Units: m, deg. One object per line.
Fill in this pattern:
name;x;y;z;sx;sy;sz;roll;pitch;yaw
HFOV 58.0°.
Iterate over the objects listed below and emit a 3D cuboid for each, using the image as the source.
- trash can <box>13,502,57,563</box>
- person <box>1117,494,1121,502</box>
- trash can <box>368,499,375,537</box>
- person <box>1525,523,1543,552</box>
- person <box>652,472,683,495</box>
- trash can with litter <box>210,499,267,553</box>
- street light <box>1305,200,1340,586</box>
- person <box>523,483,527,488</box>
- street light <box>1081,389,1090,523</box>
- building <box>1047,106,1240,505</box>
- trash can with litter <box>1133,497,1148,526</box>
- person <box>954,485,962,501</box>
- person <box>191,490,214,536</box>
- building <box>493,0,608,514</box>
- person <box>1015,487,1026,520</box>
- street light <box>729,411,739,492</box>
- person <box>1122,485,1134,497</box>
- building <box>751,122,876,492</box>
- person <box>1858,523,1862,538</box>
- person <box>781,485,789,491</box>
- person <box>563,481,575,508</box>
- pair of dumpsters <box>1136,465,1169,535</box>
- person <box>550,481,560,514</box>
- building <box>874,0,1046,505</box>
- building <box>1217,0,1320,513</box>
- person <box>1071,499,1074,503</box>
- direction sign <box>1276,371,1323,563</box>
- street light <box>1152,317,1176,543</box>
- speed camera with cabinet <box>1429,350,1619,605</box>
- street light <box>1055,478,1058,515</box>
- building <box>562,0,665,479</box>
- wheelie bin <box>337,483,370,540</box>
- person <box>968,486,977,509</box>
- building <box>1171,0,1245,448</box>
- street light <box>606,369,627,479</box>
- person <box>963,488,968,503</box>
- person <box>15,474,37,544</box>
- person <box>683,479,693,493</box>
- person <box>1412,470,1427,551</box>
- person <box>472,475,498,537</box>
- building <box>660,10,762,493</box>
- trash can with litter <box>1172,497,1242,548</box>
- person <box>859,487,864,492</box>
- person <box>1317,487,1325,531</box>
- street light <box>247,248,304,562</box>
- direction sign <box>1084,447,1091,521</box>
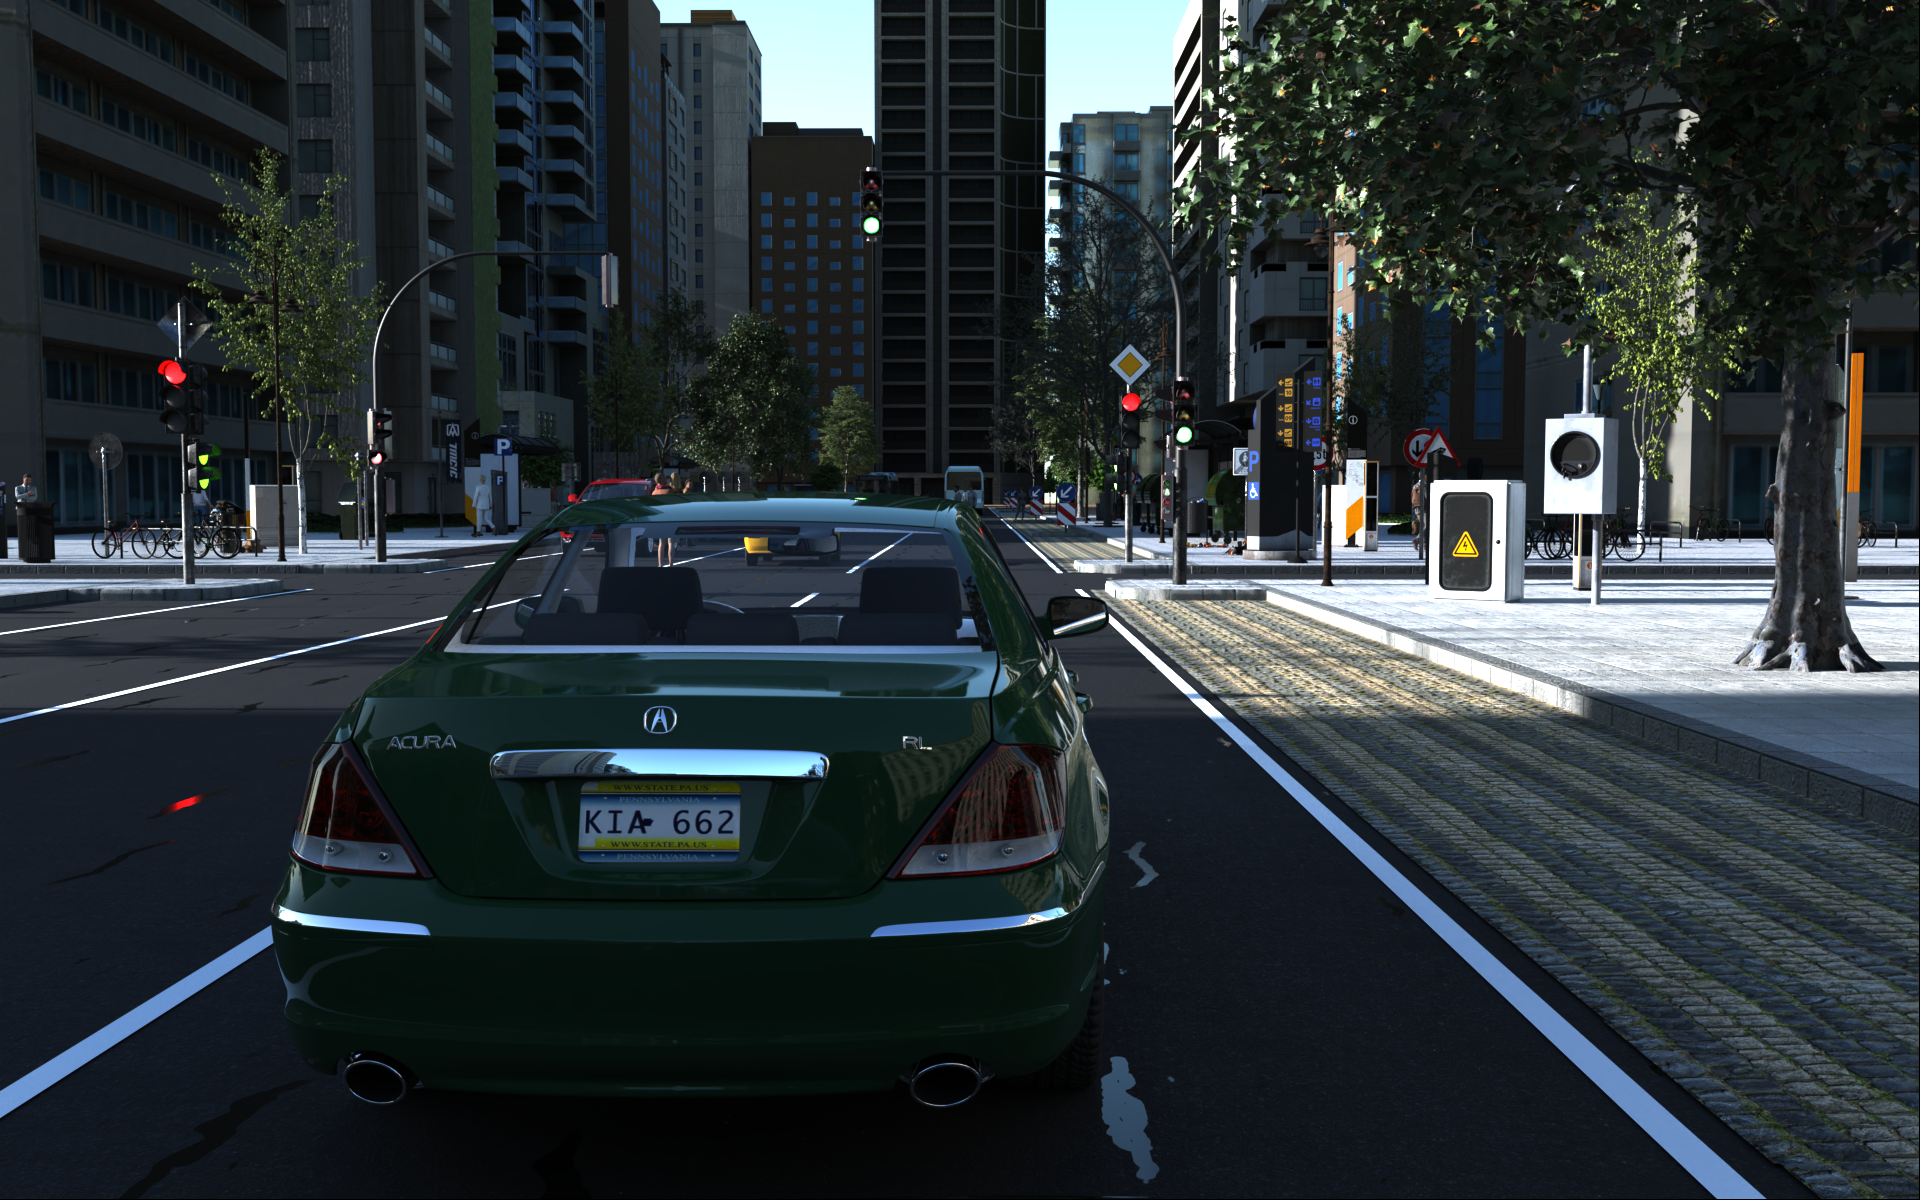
trash can;-17.204;-1.260;32.251;0.748;1.137;0.748;0;3;0
person;12.351;-7.667;132.118;1.217;1.735;0.721;0;4;-1
trash can;-17.601;-2.451;51.719;0.748;1.137;0.748;0;3;0
person;11.742;-1.540;36.725;0.738;1.151;1.012;-2;4;-27
person;-5.316;-1.421;31.701;0.580;1.828;0.573;-1;4;-20
trash can with litter;-15.743;-1.616;37.802;0.624;1.170;1.055;2;4;31
street light;5.121;-3.131;23.974;0.468;5.910;1.993;0;4;0
person;-20.094;-4.484;79.692;0.444;1.785;0.601;-3;5;-43
street light;5.550;-6.309;75.941;0.468;5.910;1.993;0;4;0
building;26.200;-36.508;216.508;30.456;49.044;23.786;0;4;0
trash can with litter;7.249;-3.601;70.268;1.055;1.170;0.624;-2;4;-30
person;-0.063;-3.738;69.896;0.850;1.792;0.678;-1;4;-9
person;-23.116;-2.817;52.779;0.731;1.740;0.598;-1;4;-13
building;-37.623;-49.476;121.599;22.319;86.520;31.000;0;4;0
person;3.172;-5.029;90.997;0.520;1.790;0.573;-3;4;-38
street light;-12.410;-7.467;94.870;0.468;5.910;1.993;0;4;0
person;7.713;-4.456;79.258;0.532;1.782;0.716;1;4;19
building;-17.396;-34.346;211.671;14.200;45.320;14.600;0;4;0
person;18.458;-1.855;36.340;0.622;1.834;0.822;-1;4;-17
person;-6.265;-3.201;61.432;0.593;1.750;0.643;0;4;7
person;-15.031;-3.665;66.457;0.782;1.767;0.515;3;5;43
pair of dumpsters;6.686;-3.283;56.177;1.574;2.255;4.437;0;4;1
person;-17.604;-4.216;74.949;0.573;1.828;0.580;-2;4;-24
building;0.241;-47.428;213.698;20.611;71.187;20.563;0;4;0
building;34.970;-33.211;132.238;28.713;52.752;27.495;0;4;0
person;10.536;-9.557;162.323;1.348;1.821;0.705;-3;5;-40
direction sign;6.280;-2.455;32.128;0.876;3.537;0.379;2;4;31
street light;5.309;-4.433;45.272;0.468;5.910;1.993;0;4;0
speed camera with cabinet;6.621;-1.594;20.403;2.038;3.252;0.660;3;4;37
street light;5.951;-8.189;106.675;0.468;5.910;1.993;0;4;0
building;-33.120;-30.292;145.389;14.600;45.320;14.200;0;4;0
wheelie bin;-17.007;-2.488;48.586;0.980;1.594;0.693;1;4;19
person;0.639;-4.732;85.708;0.795;1.843;0.661;-3;5;-41
building;31.155;-32.646;157.470;21.300;48.544;21.600;0;4;0
street light;-12.710;-5.591;64.202;0.468;5.910;1.993;0;4;0
person;0.285;-5.935;105.770;0.641;1.798;0.478;0;4;-6
person;-23.856;-2.328;44.291;0.466;1.800;0.511;3;5;42
person;-7.466;-2.375;47.235;0.656;1.842;0.836;3;4;36
person;10.556;-2.054;39.597;0.822;1.834;0.622;-2;4;-29
person;-14.091;-2.778;51.343;0.818;1.842;0.514;1;4;15
building;-38.890;-41.167;215.071;28.212;58.520;21.231;0;4;0
trash can with litter;6.105;-1.871;41.652;2.233;1.210;1.678;0;4;-4
person;-4.993;-4.772;86.916;0.834;1.777;0.661;2;4;31
person;12.621;-3.182;59.871;0.589;1.601;0.330;2;4;24
street light;-12.919;-3.672;32.823;0.468;5.910;1.993;0;4;0
direction sign;6.177;-5.624;83.950;0.379;3.537;0.876;-1;4;-9
